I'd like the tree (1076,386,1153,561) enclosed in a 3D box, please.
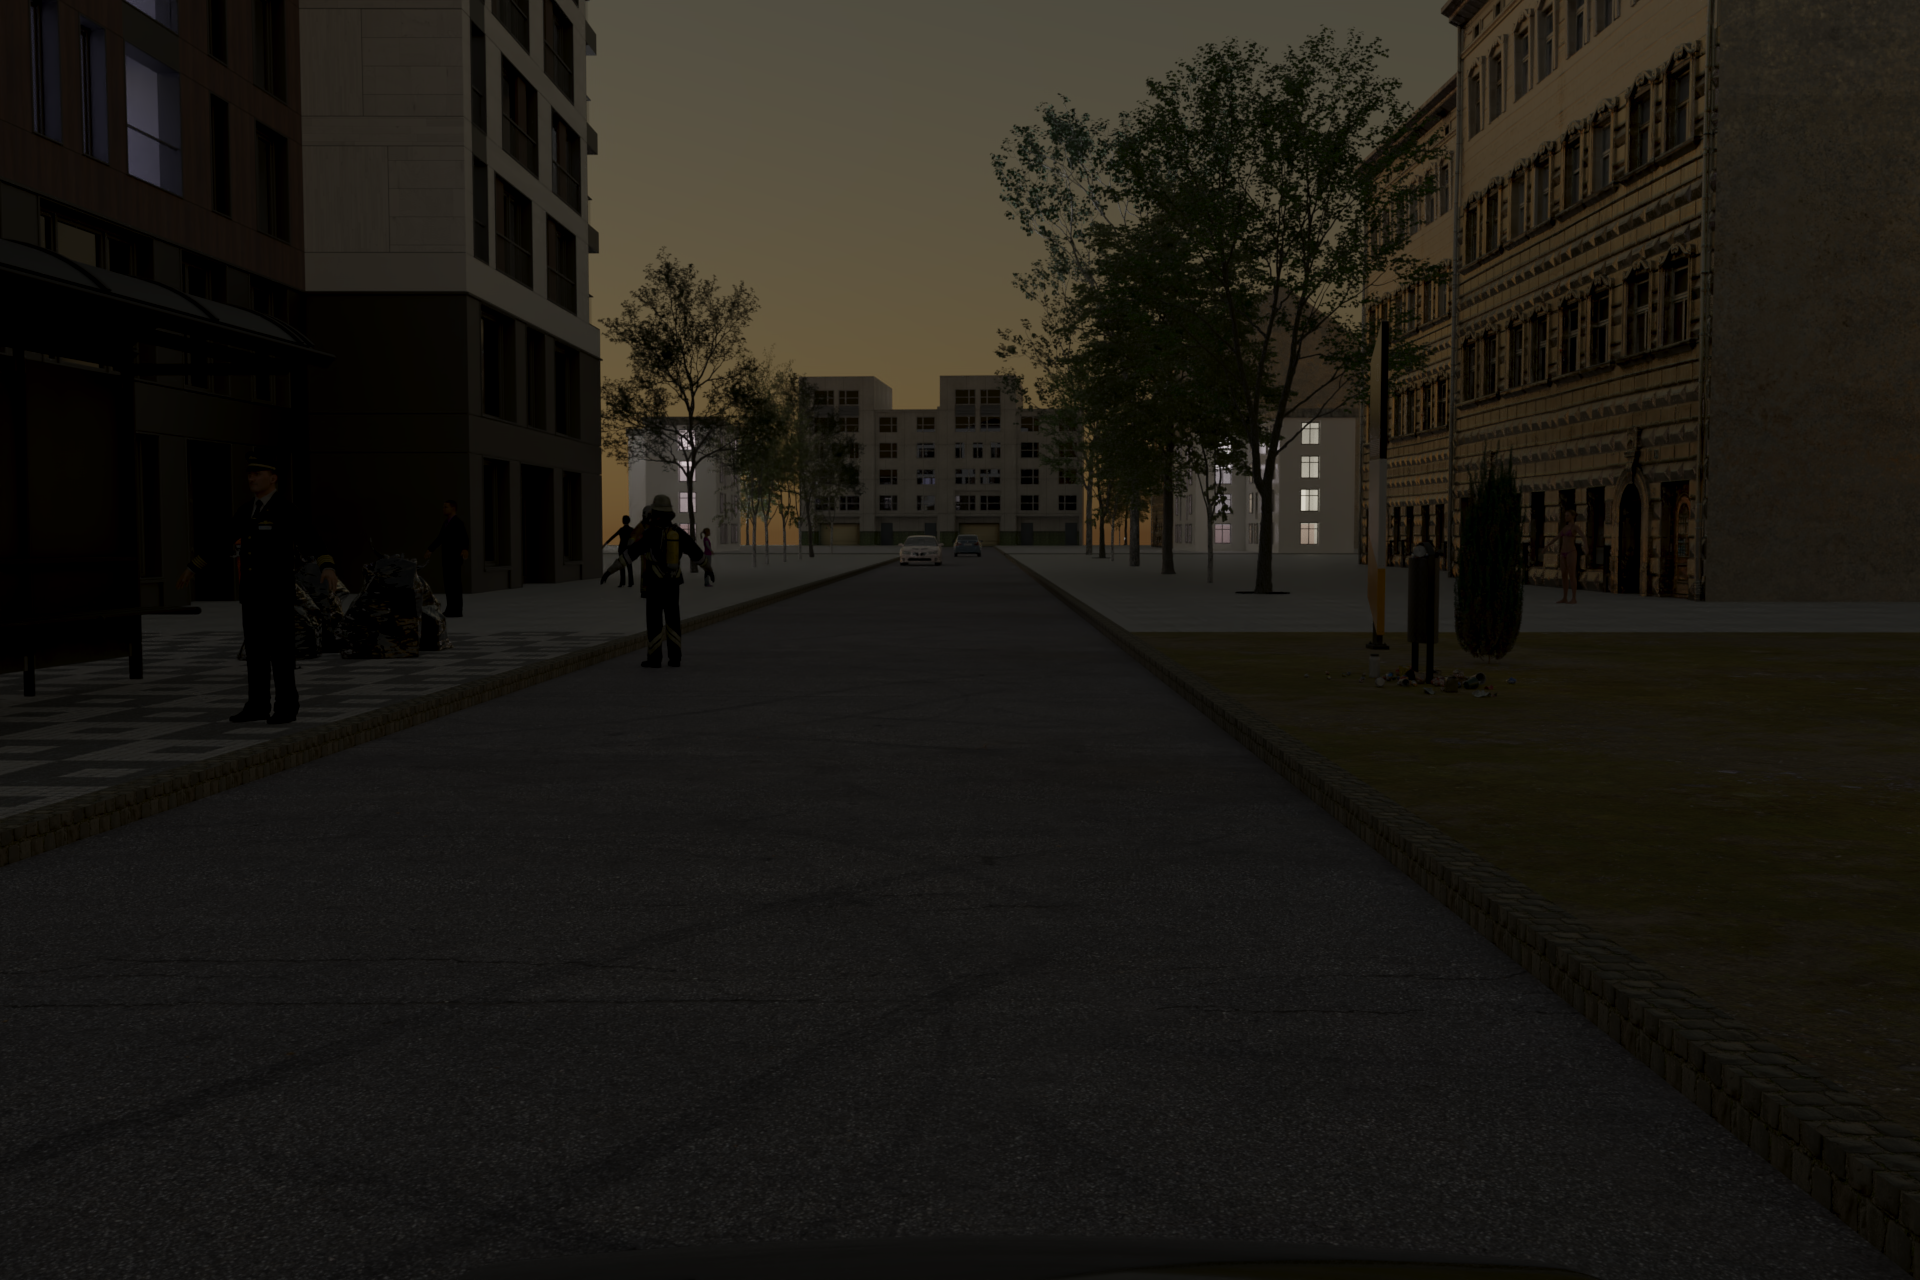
[{"bbox_3d":[7.239,-8.000,81.164,4.737,8.622,4.395,0,3,0],"label":"tree"}]

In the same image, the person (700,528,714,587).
[{"bbox_3d":[-6.102,-2.018,42.256,0.599,1.433,0.991,-1,4,-15],"label":"person"}]

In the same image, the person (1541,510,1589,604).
[{"bbox_3d":[11.178,-1.539,31.965,0.721,1.733,1.217,-1,4,-20],"label":"person"}]

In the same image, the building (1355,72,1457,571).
[{"bbox_3d":[26.019,-14.204,63.157,19.493,23.208,18.063,0,4,0],"label":"building"}]

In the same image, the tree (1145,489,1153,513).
[{"bbox_3d":[23.236,-14.903,194.028,4.360,8.622,3.978,0,3,0],"label":"tree"}]

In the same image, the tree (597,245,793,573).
[{"bbox_3d":[-9.123,-7.496,56.971,7.601,10.594,8.767,-2,4,-29],"label":"tree"}]

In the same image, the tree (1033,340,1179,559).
[{"bbox_3d":[7.639,-10.122,91.249,9.928,11.665,9.643,0,3,0],"label":"tree"}]

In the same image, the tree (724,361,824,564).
[{"bbox_3d":[-8.061,-7.491,72.835,4.737,8.622,4.395,0,3,0],"label":"tree"}]

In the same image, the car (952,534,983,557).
[{"bbox_3d":[0.474,-5.996,110.039,2.014,1.417,4.499,0,3,0],"label":"car"}]

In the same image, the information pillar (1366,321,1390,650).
[{"bbox_3d":[4.666,-1.711,19.328,0.183,3.616,0.504,0,4,0],"label":"information pillar"}]

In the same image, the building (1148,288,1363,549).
[{"bbox_3d":[28.105,-20.201,161.213,19.493,23.208,18.063,0,4,0],"label":"building"}]

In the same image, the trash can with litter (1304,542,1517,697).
[{"bbox_3d":[3.913,-0.220,14.653,1.678,1.210,2.233,0,4,0],"label":"trash can with litter"}]

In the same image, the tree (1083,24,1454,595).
[{"bbox_3d":[6.467,-6.783,36.653,9.928,11.665,9.643,0,3,0],"label":"tree"}]

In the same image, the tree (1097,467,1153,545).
[{"bbox_3d":[19.601,-17.251,200.178,7.486,12.596,7.792,0,3,0],"label":"tree"}]

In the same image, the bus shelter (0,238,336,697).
[{"bbox_3d":[-6.636,-1.152,12.756,2.014,3.302,5.546,0,4,2],"label":"bus shelter"}]

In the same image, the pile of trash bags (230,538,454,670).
[{"bbox_3d":[-6.548,-0.494,17.830,1.912,1.369,3.447,0,4,1],"label":"pile of trash bags"}]

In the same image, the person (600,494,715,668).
[{"bbox_3d":[-3.212,-0.638,18.666,1.354,1.856,0.705,-3,4,-36],"label":"person"}]

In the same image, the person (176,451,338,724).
[{"bbox_3d":[-4.745,-0.359,11.804,1.347,1.837,0.705,1,4,21],"label":"person"}]

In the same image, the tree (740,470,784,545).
[{"bbox_3d":[-23.568,-16.943,195.139,7.486,12.596,7.792,0,3,0],"label":"tree"}]

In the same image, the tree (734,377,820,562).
[{"bbox_3d":[-7.873,-7.892,79.391,4.360,8.622,3.978,0,3,0],"label":"tree"}]

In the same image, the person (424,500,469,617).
[{"bbox_3d":[-7.876,-1.256,26.756,0.704,1.802,1.346,-3,5,-42],"label":"person"}]

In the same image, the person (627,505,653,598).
[{"bbox_3d":[-6.234,-1.775,34.793,0.705,1.858,1.354,2,4,35],"label":"person"}]

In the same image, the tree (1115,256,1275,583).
[{"bbox_3d":[6.356,-5.796,45.121,4.737,8.622,4.395,0,3,0],"label":"tree"}]

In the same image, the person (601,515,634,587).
[{"bbox_3d":[-8.096,-2.140,41.716,0.721,1.740,1.216,3,5,44],"label":"person"}]

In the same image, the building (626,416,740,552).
[{"bbox_3d":[-21.952,-11.960,137.699,9.099,9.664,28.070,0,4,0],"label":"building"}]

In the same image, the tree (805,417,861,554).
[{"bbox_3d":[-8.065,-9.686,108.724,4.360,8.622,3.978,0,3,0],"label":"tree"}]

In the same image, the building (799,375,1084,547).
[{"bbox_3d":[-1.546,-20.250,199.999,31.486,18.905,16.747,0,4,5],"label":"building"}]

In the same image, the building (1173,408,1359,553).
[{"bbox_3d":[22.080,-11.476,129.775,9.099,9.664,28.070,0,4,0],"label":"building"}]

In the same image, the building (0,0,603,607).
[{"bbox_3d":[-24.330,-11.627,34.073,27.936,21.610,32.646,0,4,0],"label":"building"}]

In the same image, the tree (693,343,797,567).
[{"bbox_3d":[-7.816,-7.099,66.432,4.360,8.622,3.978,0,3,0],"label":"tree"}]

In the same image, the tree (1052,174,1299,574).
[{"bbox_3d":[6.772,-8.357,54.772,7.486,12.596,7.792,0,3,0],"label":"tree"}]

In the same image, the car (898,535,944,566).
[{"bbox_3d":[-1.776,-4.128,79.859,2.083,1.381,4.827,0,4,1],"label":"car"}]

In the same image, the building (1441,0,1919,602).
[{"bbox_3d":[23.418,-12.844,40.932,19.493,23.208,18.063,0,4,1],"label":"building"}]

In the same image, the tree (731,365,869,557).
[{"bbox_3d":[-8.444,-9.835,95.211,7.601,10.594,8.767,2,4,29],"label":"tree"}]

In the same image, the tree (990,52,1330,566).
[{"bbox_3d":[8.247,-12.939,67.435,12.611,20.169,13.585,0,3,0],"label":"tree"}]

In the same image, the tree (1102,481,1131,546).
[{"bbox_3d":[18.081,-14.862,193.360,4.360,8.622,3.978,0,3,0],"label":"tree"}]

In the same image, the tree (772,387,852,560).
[{"bbox_3d":[-8.180,-8.361,87.068,4.360,8.622,3.978,0,3,0],"label":"tree"}]

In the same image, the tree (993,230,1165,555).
[{"bbox_3d":[7.763,-15.389,107.506,12.611,20.169,13.585,0,3,0],"label":"tree"}]

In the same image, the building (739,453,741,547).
[{"bbox_3d":[-25.442,-13.694,166.049,9.099,9.664,28.070,0,4,0],"label":"building"}]
